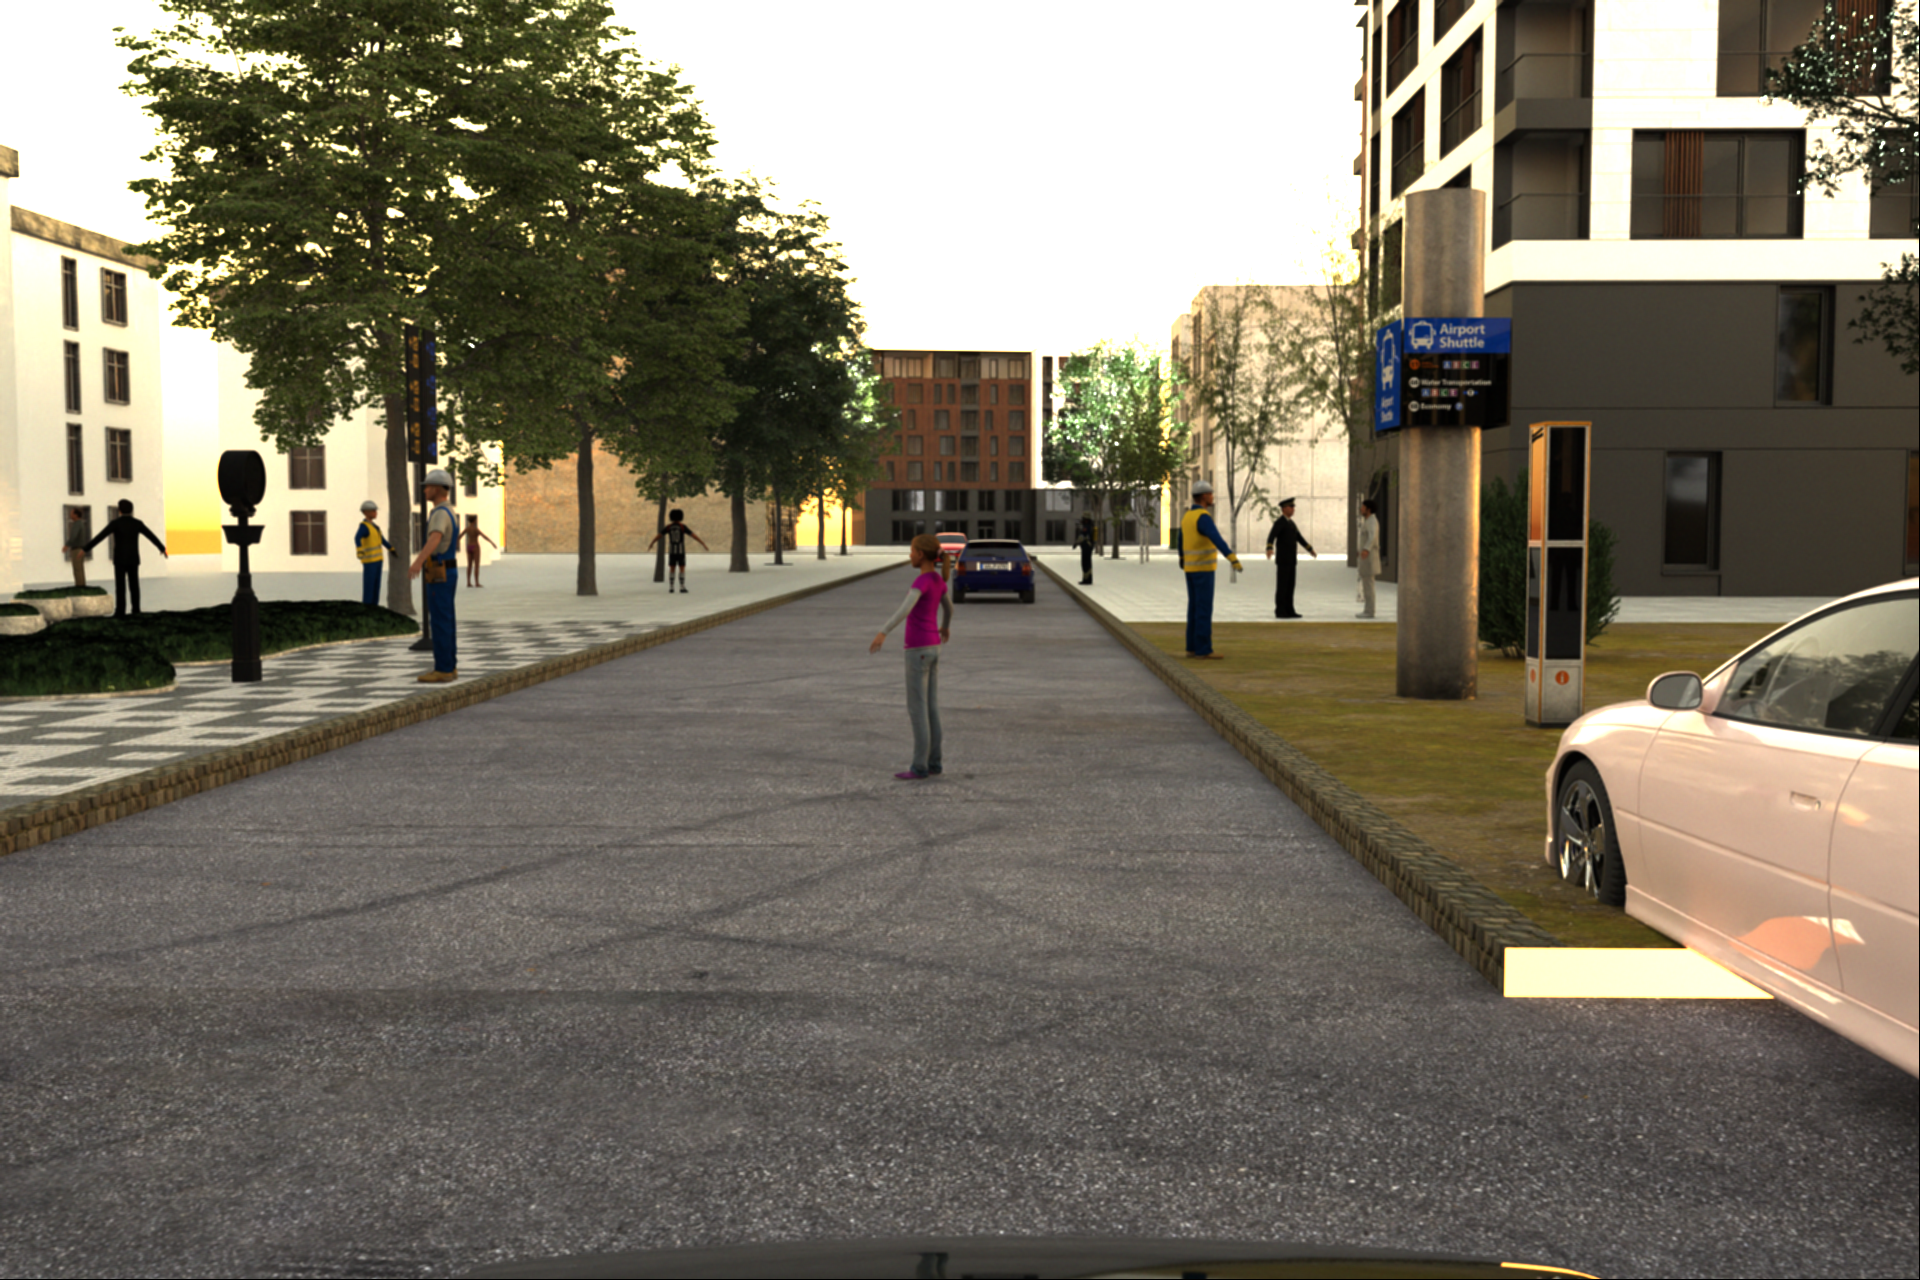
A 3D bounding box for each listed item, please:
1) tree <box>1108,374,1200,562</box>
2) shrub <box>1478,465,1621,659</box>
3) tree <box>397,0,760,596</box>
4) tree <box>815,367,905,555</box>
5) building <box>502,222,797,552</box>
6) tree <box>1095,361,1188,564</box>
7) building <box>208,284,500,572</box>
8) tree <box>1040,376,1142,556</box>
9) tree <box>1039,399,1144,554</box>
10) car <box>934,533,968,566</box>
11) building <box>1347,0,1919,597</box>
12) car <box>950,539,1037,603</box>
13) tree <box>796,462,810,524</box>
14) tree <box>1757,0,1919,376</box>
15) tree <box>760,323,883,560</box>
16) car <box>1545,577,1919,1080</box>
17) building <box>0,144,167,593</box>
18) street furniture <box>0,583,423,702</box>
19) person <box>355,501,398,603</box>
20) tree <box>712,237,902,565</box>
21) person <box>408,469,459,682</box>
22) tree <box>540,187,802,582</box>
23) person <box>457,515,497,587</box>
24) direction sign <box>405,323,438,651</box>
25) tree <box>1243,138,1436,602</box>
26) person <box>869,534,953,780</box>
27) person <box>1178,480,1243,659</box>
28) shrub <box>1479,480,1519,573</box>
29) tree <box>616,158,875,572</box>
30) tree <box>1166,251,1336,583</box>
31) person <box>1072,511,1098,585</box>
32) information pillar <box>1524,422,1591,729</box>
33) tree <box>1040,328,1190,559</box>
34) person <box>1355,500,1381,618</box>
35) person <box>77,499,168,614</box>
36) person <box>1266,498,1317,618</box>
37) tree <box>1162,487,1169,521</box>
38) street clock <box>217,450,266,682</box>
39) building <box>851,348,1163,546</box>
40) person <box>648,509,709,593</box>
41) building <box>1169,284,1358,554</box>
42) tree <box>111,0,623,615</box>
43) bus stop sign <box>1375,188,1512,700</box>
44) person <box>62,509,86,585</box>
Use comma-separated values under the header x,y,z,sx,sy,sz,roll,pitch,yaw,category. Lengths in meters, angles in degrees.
x,y,z,sx,sy,sz,roll,pitch,yaw,category
8.956,-7.956,80.438,4.737,8.622,4.395,0,3,0,tree
5.947,-0.843,17.831,1.661,2.075,1.752,0,3,0,shrub
-8.230,-7.209,36.000,7.486,12.596,7.792,0,3,0,tree
-6.858,-10.894,103.878,9.928,11.665,9.643,0,3,0,tree
-22.577,-18.281,129.823,19.493,23.208,18.063,0,4,1,building
7.801,-7.582,74.335,4.737,8.622,4.395,0,3,0,tree
-24.031,-7.967,72.404,9.099,9.664,28.070,0,4,2,building
7.919,-10.137,100.150,7.601,10.594,8.767,-2,4,-31,tree
8.841,-10.758,110.302,8.767,10.594,7.601,1,4,15,tree
-0.428,-4.114,76.297,2.155,1.783,4.494,0,4,2,car
25.393,-12.650,50.810,27.936,21.610,32.646,0,4,1,building
0.703,-1.506,37.207,1.945,1.354,3.894,0,4,0,car
-21.302,-17.811,197.863,9.857,13.997,8.962,0,3,0,tree
14.125,-5.238,20.048,8.767,10.594,7.601,-1,4,-9,tree
-7.219,-10.317,86.805,7.486,12.596,7.792,0,3,0,tree
3.133,0.466,4.748,2.083,1.381,4.827,0,4,1,car
-25.098,-5.873,38.171,9.099,9.664,28.070,0,4,2,building
-9.211,-0.152,18.114,5.734,0.657,10.072,0,4,1,street furniture
-8.574,-1.162,25.456,0.721,1.772,1.216,0,4,6,person
-7.560,-9.875,71.834,12.009,13.543,11.850,0,3,0,tree
-4.564,-0.567,15.132,0.705,1.847,1.347,0,4,-6,person
-7.723,-6.831,46.103,7.601,10.594,8.767,0,4,-8,tree
-11.775,-2.157,42.066,1.217,1.733,0.721,1,4,23,person
-5.922,-1.659,19.118,0.379,3.537,0.876,0,4,2,direction sign
7.674,-5.025,32.518,4.360,8.622,3.978,0,3,0,tree
-0.269,0.094,10.191,0.599,1.433,0.991,2,4,24,person
2.519,-0.730,17.900,0.705,1.833,1.349,-1,4,-17,person
7.172,-1.179,23.703,1.690,2.028,1.600,0,3,0,shrub
-7.551,-9.280,58.380,9.857,13.997,8.962,0,3,0,tree
7.057,-5.831,45.692,4.360,8.622,3.978,0,3,0,tree
3.197,-2.339,44.020,0.705,1.856,1.354,2,4,24,person
3.962,-0.429,11.500,0.304,2.012,0.304,0,4,-1,information pillar
7.966,-9.959,88.584,9.928,11.665,9.643,0,3,0,tree
6.232,-1.245,26.535,0.705,1.806,1.347,1,4,10,person
-12.646,-1.227,26.244,0.705,1.806,1.347,3,5,41,person
5.017,-1.257,26.480,0.705,1.837,1.347,3,5,42,person
25.381,-15.398,202.118,4.737,8.622,4.395,0,3,0,tree
-6.204,-0.639,15.011,0.358,2.002,0.471,0,4,1,street clock
4.332,-21.766,202.311,32.646,21.610,27.936,0,4,-7,building
-6.187,-1.944,37.922,1.345,1.843,0.704,0,4,5,person
25.847,-16.203,131.383,16.747,18.905,31.486,0,4,1,building
-9.275,-6.657,26.963,7.486,12.596,7.792,0,3,0,tree
3.761,-1.501,13.563,0.837,3.901,0.837,0,4,0,bus stop sign
-18.101,-1.787,35.481,0.705,1.796,1.348,-1,4,-14,person
